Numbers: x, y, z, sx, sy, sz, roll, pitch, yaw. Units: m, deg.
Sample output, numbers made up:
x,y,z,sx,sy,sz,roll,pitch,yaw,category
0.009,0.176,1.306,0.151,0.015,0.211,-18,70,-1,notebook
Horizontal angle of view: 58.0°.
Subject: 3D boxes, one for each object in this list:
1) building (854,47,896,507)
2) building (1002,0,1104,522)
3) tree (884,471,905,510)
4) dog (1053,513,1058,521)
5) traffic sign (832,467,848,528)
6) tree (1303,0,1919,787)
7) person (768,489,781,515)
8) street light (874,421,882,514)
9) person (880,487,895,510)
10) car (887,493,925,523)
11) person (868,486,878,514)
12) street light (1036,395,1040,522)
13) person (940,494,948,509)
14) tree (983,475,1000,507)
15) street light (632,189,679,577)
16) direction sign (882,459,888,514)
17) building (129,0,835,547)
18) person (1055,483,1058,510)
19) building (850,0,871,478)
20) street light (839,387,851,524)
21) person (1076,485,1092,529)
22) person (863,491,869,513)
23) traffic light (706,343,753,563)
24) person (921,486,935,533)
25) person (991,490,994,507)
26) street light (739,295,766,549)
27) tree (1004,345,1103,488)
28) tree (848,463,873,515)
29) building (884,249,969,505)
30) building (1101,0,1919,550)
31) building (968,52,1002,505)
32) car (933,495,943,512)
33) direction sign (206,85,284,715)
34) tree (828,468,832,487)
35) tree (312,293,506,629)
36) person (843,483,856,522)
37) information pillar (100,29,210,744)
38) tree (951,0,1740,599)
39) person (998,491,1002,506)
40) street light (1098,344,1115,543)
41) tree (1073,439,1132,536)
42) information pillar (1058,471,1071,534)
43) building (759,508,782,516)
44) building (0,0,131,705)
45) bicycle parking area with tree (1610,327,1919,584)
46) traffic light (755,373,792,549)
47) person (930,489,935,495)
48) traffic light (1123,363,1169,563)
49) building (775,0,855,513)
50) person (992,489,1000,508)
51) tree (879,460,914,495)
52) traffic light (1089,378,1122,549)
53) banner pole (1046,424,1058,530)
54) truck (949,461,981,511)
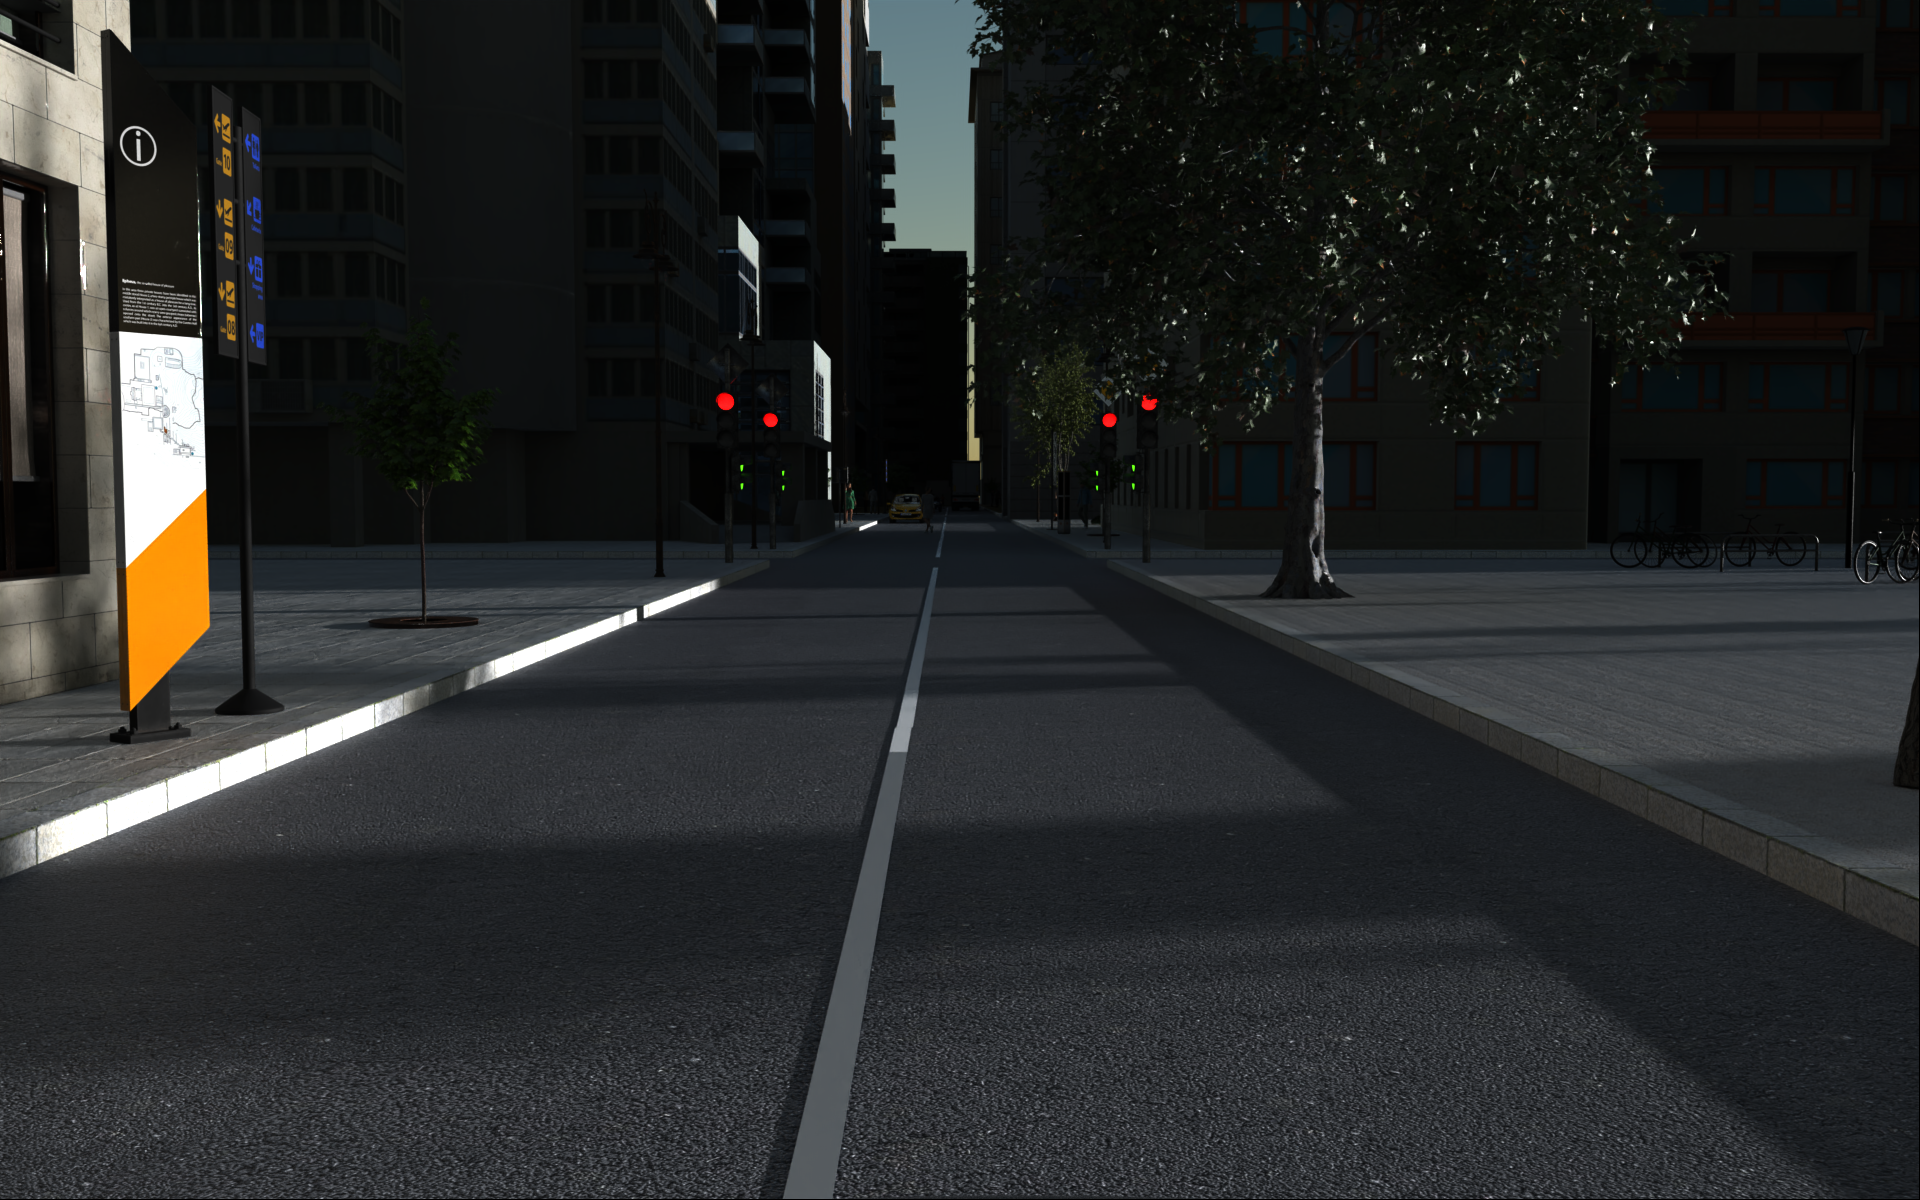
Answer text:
x,y,z,sx,sy,sz,roll,pitch,yaw,category
-21.957,-34.159,178.105,30.456,49.044,23.786,0,4,0,building
12.957,-34.154,100.416,21.231,58.520,28.212,0,4,0,building
-5.595,-9.119,143.702,1.663,3.219,1.824,0,3,0,tree
4.545,-3.905,81.589,0.550,0.427,0.748,0,4,-1,dog
-4.551,-3.883,65.619,0.606,2.300,0.079,1,4,9,traffic sign
4.527,-4.444,7.065,7.601,10.594,8.767,2,4,34,tree
-6.974,-3.624,65.636,0.721,1.781,0.623,-3,4,-37,person
-5.135,-8.337,109.102,0.468,5.910,1.993,0,4,0,street light
-5.637,-7.984,136.581,1.348,1.824,0.705,1,4,21,person
-2.612,-4.643,86.142,2.015,1.641,3.980,0,4,1,car
-5.608,-6.446,111.715,0.678,1.792,0.850,1,4,11,person
3.604,-6.545,79.801,0.468,5.910,1.993,0,4,0,street light
-1.649,-9.526,167.515,1.065,1.426,0.557,2,4,24,person
3.187,-11.079,175.743,1.663,3.219,1.824,0,3,0,tree
-4.647,-3.293,26.624,0.468,5.910,1.993,0,4,0,street light
-4.882,-7.389,112.803,0.379,3.537,0.876,1,4,13,direction sign
-20.391,-22.006,51.684,32.217,40.220,23.993,0,4,0,building
4.233,-4.058,72.730,0.599,1.781,0.374,-1,4,-15,person
-21.388,-33.908,143.637,28.713,52.752,27.495,0,4,0,building
-4.973,-6.231,74.671,0.468,5.910,1.993,0,4,0,street light
4.561,-3.483,63.340,0.444,1.785,0.601,-2,4,-33,person
-6.510,-6.987,120.380,0.705,1.812,1.348,1,4,18,person
-4.294,-2.648,32.214,0.839,4.253,0.868,0,4,0,traffic light
-1.135,-3.283,62.924,0.466,1.731,0.760,-2,4,-32,person
3.166,-9.885,168.584,0.530,1.710,0.541,2,4,30,person
-4.828,-4.138,40.440,0.468,5.910,1.993,0,4,0,street light
4.207,-7.702,76.294,4.737,8.622,4.395,0,3,0,tree
-6.400,-6.796,105.723,1.663,3.219,1.824,0,3,0,tree
-6.028,-26.610,206.779,14.107,30.474,14.160,0,4,0,building
19.999,-12.724,53.072,28.899,21.520,27.650,0,4,0,building
14.884,-38.177,213.426,27.495,52.752,28.713,0,4,0,building
-2.325,-7.780,139.783,1.945,1.354,3.894,0,4,-1,car
-4.189,-1.108,10.110,0.379,3.537,0.876,0,4,-5,direction sign
-5.889,-4.556,69.088,1.663,3.219,1.824,0,3,0,tree
-5.154,-1.357,16.787,1.663,3.219,1.824,0,3,0,tree
-5.033,-4.418,78.517,0.600,1.795,0.529,-2,4,-24,person
-4.191,-1.081,9.023,0.183,3.616,0.504,2,4,32,information pillar
4.391,-6.368,21.124,9.611,12.733,9.660,0,3,0,tree
4.229,-10.737,183.061,0.593,1.643,0.415,-1,4,-14,person
3.860,-4.454,45.610,0.468,5.910,1.993,0,4,0,street light
4.382,-3.584,53.193,1.663,3.219,1.824,0,3,0,tree
3.343,-3.128,55.638,0.304,2.012,0.304,-3,5,-42,information pillar
-17.357,-47.281,85.719,22.319,86.520,31.000,0,4,0,building
-10.960,-9.091,3.395,10.420,20.320,16.860,0,4,0,building
15.705,-2.467,27.332,9.016,4.147,8.231,0,4,3,bicycle parking area with tree
-4.338,-3.136,40.199,0.839,4.253,0.868,0,4,0,traffic light
-2.614,-9.038,155.902,1.348,1.869,0.705,0,4,-4,person
3.467,-2.651,32.273,0.839,4.253,0.868,0,4,0,traffic light
-14.793,-28.897,122.581,14.600,45.320,14.200,0,4,0,building
3.391,-9.560,163.064,0.721,1.735,1.217,-2,4,-31,person
-5.976,-11.004,163.636,4.285,4.588,4.351,0,3,0,tree
3.423,-3.140,40.258,0.839,4.253,0.868,0,4,0,traffic light
3.320,-4.362,61.340,0.401,3.779,0.863,-1,4,-12,banner pole
0.442,-9.885,150.532,2.839,4.237,11.283,0,4,-1,truck
